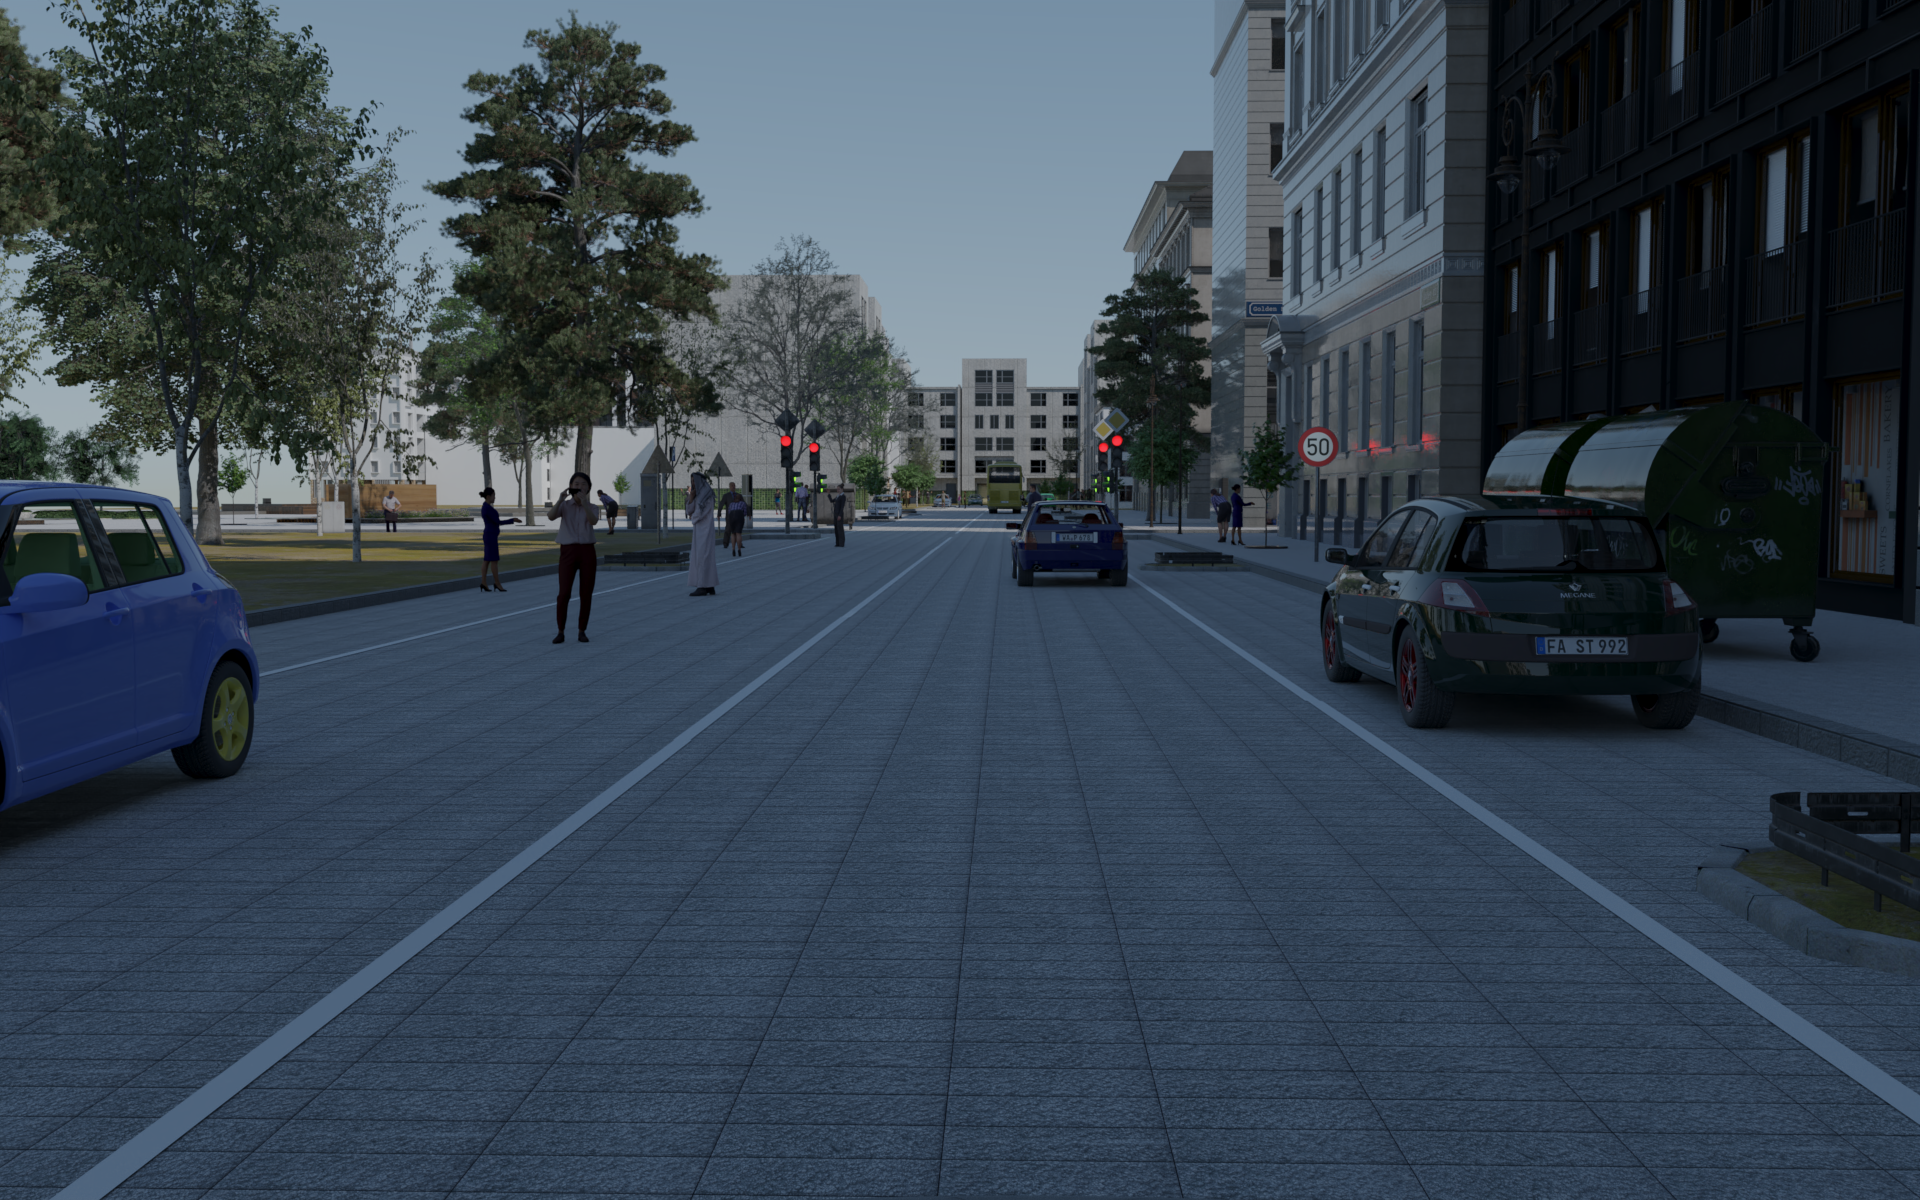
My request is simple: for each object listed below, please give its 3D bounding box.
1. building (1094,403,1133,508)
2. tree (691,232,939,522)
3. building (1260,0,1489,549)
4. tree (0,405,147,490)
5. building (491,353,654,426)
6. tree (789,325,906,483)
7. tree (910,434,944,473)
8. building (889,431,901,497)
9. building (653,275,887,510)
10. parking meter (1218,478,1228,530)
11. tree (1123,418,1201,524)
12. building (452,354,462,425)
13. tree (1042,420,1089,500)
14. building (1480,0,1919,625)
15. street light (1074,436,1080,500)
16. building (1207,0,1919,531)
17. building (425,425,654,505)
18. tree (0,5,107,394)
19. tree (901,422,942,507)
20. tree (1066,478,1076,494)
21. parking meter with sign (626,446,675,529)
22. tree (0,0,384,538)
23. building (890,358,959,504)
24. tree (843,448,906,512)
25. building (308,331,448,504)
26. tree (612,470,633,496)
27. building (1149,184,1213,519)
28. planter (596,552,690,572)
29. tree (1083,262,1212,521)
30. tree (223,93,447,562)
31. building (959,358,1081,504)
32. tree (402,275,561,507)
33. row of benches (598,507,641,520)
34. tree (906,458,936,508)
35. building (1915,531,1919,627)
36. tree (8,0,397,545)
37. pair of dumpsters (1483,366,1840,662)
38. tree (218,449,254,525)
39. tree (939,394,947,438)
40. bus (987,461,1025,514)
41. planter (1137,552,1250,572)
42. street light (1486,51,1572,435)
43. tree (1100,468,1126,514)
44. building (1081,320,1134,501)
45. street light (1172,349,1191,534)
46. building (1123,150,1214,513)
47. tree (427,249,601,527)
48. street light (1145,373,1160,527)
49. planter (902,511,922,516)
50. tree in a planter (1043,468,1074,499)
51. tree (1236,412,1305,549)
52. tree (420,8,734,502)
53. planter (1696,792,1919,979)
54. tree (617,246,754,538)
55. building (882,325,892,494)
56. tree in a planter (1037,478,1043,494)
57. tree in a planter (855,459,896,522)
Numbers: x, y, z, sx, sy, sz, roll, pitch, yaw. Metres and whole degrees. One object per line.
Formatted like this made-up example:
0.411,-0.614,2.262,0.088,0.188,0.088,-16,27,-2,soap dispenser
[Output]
17.210,-12.995,154.616,9.099,9.664,28.070,0,4,2,building
-7.803,-10.407,80.528,12.009,13.543,11.850,0,3,0,tree
15.563,-15.650,41.790,13.634,28.700,20.117,0,4,2,building
-60.636,-8.936,109.011,11.467,7.101,20.602,0,4,2,tree
-47.378,-24.280,240.948,32.646,21.610,27.936,0,4,2,building
-7.193,-11.094,107.136,9.928,11.665,9.643,0,3,0,tree
-4.250,-15.787,208.481,4.737,8.622,4.395,0,3,0,tree
-21.316,-16.304,208.713,28.070,9.664,9.099,0,4,2,building
-15.996,-17.688,155.655,16.747,18.905,31.486,0,4,2,building
9.541,-3.490,62.774,0.255,1.863,0.399,-1,4,-12,parking meter
8.685,-5.554,74.515,4.285,4.588,4.351,0,3,0,tree
-69.547,-23.201,235.750,11.380,20.091,16.016,0,4,2,building
10.575,-13.533,171.622,4.360,8.622,3.978,0,3,0,tree
15.739,-11.885,23.999,12.332,23.373,15.834,0,4,2,building
9.275,-10.100,137.923,0.468,5.910,1.993,0,4,2,street light
25.695,-17.907,70.276,29.804,29.767,11.434,0,4,2,building
-49.412,-16.352,209.510,28.070,9.664,9.099,0,4,2,building
-18.324,-7.366,27.862,7.806,13.903,7.818,0,3,0,tree
-4.169,-13.722,174.724,4.360,8.622,3.978,0,3,0,tree
11.791,-11.852,188.388,1.663,3.219,1.824,0,3,0,tree
-11.329,-4.107,63.414,1.738,3.016,0.543,0,4,5,parking meter with sign
-8.860,-4.243,19.731,4.737,8.622,4.395,0,3,0,tree
-15.491,-22.494,234.240,31.486,18.905,16.747,0,4,2,building
-6.639,-8.488,122.495,4.285,4.588,4.351,0,3,0,tree
-69.218,-21.417,206.590,11.380,20.091,16.016,0,4,2,building
-26.880,-8.767,137.934,1.663,3.219,1.824,0,3,0,tree
16.769,-14.305,98.506,10.561,19.102,19.286,0,4,2,building
-5.913,-0.727,33.032,1.991,0.319,1.994,0,4,2,planter
9.166,-9.774,81.860,6.751,12.117,7.091,0,3,0,tree
-11.334,-5.002,32.150,4.360,8.622,3.978,0,3,0,tree
16.229,-22.467,233.791,31.486,18.905,16.747,0,4,2,building
-24.697,-11.170,90.049,7.806,13.903,7.818,0,3,0,tree
-16.757,-4.284,85.514,4.104,0.672,1.422,0,4,-1,row of benches
-4.884,-10.735,159.236,4.285,4.588,4.351,0,3,0,tree
14.233,-13.674,1.061,11.434,29.767,29.804,0,4,2,building
-19.101,-8.382,43.699,9.857,13.997,8.962,0,3,0,tree
5.975,-0.778,15.211,1.574,2.255,4.436,0,4,2,pair of dumpsters
-30.350,-4.729,71.928,1.663,3.219,1.824,0,3,0,tree
-6.212,-13.435,130.027,12.009,13.543,11.850,0,3,0,tree
3.397,-8.439,129.517,2.896,3.916,12.252,0,4,2,bus
4.400,-0.725,32.989,1.991,0.319,1.994,0,4,2,planter
6.088,-2.809,18.709,0.468,5.910,1.993,0,4,2,street light
10.030,-7.267,113.411,1.663,3.219,1.824,0,3,0,tree
22.196,-19.417,183.928,16.747,18.905,31.486,0,4,2,building
7.026,-5.039,55.169,0.468,5.910,1.993,0,4,2,street light
20.577,-17.715,122.919,16.112,22.955,30.059,0,4,2,building
-17.250,-8.739,68.632,9.928,11.665,9.643,0,3,0,tree
7.357,-5.725,66.387,0.468,5.910,1.993,0,4,2,street light
-3.578,-5.818,116.257,1.991,0.319,1.994,0,4,2,planter
6.715,-7.221,115.283,1.991,3.239,1.994,0,4,2,tree in a planter
7.369,-2.831,40.882,1.663,3.219,1.824,0,3,0,tree
-8.665,-7.195,39.687,6.751,12.117,7.091,0,3,0,tree
3.635,0.937,5.820,1.991,0.319,1.994,0,4,2,planter
-8.369,-6.084,49.836,4.360,8.622,3.978,0,3,0,tree
-15.372,-20.337,188.932,16.016,20.091,11.380,0,4,2,building
8.121,-10.284,165.370,1.991,3.239,1.994,0,4,2,tree in a planter
-4.338,-5.615,89.026,1.991,3.239,1.994,0,4,2,tree in a planter
